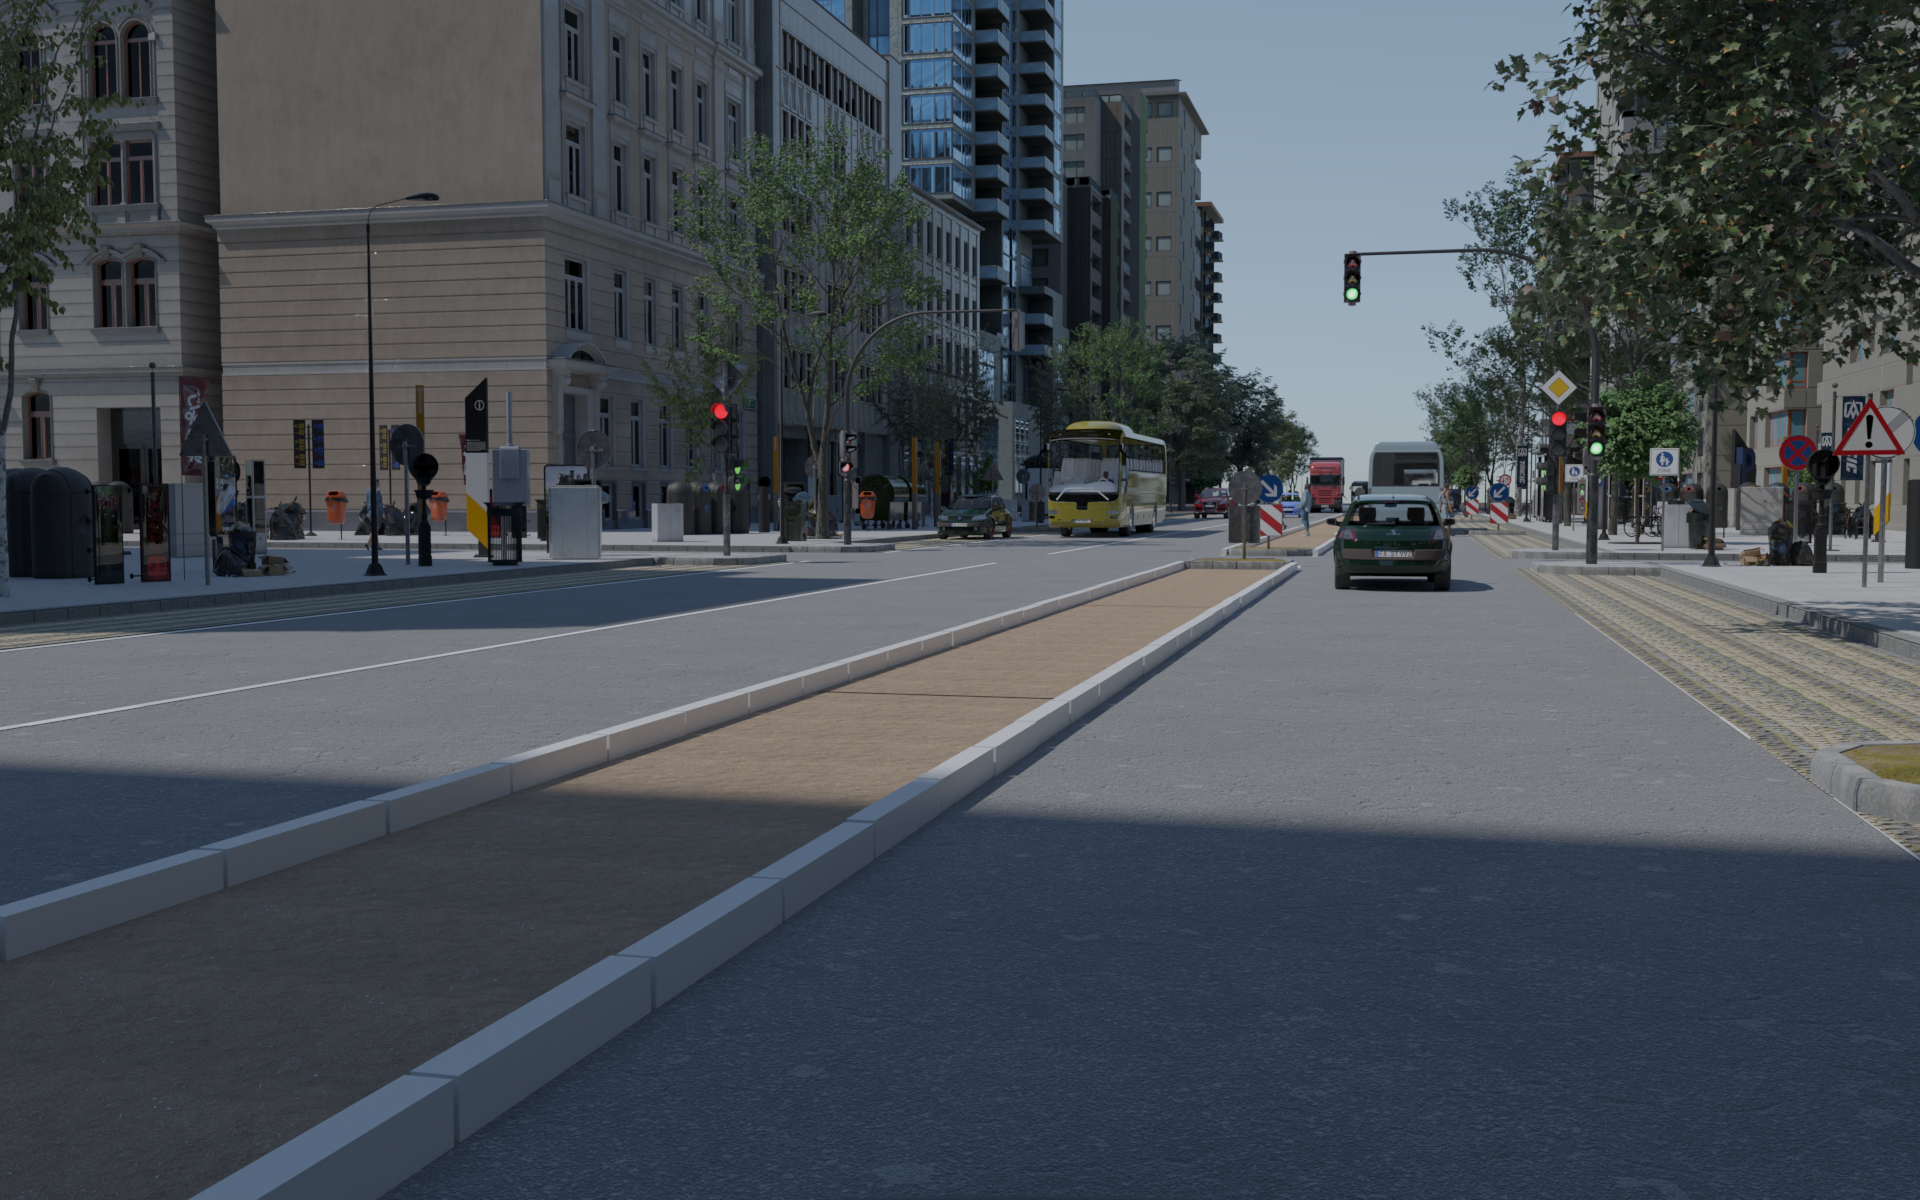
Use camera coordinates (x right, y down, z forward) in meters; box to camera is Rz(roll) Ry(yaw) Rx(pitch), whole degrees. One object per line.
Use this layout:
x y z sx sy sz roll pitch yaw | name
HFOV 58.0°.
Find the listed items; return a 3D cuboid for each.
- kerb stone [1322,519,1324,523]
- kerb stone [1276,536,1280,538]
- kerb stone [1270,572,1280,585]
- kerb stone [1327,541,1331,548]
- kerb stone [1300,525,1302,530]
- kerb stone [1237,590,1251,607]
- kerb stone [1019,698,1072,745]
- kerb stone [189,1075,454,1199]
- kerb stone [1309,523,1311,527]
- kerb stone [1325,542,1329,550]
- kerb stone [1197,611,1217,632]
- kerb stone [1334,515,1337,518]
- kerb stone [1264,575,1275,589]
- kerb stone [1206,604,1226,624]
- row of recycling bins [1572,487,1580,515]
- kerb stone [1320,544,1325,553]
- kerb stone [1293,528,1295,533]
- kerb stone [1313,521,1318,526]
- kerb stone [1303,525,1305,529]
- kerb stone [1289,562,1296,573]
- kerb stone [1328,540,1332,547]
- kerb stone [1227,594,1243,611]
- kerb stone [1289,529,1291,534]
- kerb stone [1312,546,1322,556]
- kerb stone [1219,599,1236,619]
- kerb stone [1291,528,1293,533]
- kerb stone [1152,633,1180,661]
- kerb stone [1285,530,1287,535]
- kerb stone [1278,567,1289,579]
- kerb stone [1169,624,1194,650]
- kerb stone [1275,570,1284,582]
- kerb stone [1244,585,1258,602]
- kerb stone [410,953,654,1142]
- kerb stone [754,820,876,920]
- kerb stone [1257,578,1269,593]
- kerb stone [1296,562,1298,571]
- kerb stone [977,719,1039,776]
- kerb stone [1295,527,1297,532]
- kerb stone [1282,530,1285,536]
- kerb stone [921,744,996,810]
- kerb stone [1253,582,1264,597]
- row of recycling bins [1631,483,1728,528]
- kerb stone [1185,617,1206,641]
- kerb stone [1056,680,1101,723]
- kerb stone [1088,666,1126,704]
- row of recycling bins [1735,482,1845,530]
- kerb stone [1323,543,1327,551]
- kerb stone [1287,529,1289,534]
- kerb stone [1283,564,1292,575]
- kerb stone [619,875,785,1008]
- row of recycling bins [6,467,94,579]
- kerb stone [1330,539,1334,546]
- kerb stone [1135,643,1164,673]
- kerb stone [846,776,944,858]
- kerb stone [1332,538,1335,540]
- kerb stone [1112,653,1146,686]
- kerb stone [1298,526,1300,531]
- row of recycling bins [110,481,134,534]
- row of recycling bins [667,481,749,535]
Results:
17.376 -3.764 83.757 0.120 0.150 1.000 1 4 14 | kerb stone
10.165 -2.064 55.946 0.120 0.150 1.000 1 4 14 | kerb stone
4.877 -0.302 27.126 0.120 0.150 1.000 1 4 14 | kerb stone
9.384 -1.362 44.549 0.120 0.150 1.000 1 4 14 | kerb stone
12.997 -2.729 66.864 0.120 0.150 1.000 1 4 14 | kerb stone
3.590 0.002 22.168 0.120 0.150 1.000 1 4 14 | kerb stone
0.496 0.729 10.276 0.120 0.150 1.000 1 4 14 | kerb stone
-1.294 1.154 3.331 0.120 0.150 1.000 1 4 14 | kerb stone
14.551 -3.091 72.822 0.120 0.150 1.000 1 4 14 | kerb stone
9.130 -1.301 43.554 0.120 0.150 1.000 1 4 14 | kerb stone
2.560 0.246 18.209 0.120 0.150 1.000 1 4 14 | kerb stone
21.226 -4.676 98.641 0.120 0.150 1.000 1 4 14 | kerb stone
4.612 -0.241 26.132 0.120 0.150 1.000 1 4 14 | kerb stone
2.808 0.183 19.200 0.120 0.150 1.000 1 4 14 | kerb stone
38.199 -6.027 105.660 3.534 1.692 1.069 1 4 11 | row of recycling bins
8.609 -1.184 41.557 0.120 0.150 1.000 1 4 14 | kerb stone
11.970 -2.487 62.893 0.120 0.150 1.000 1 4 14 | kerb stone
16.094 -3.461 78.785 0.120 0.150 1.000 1 4 14 | kerb stone
13.516 -2.853 68.844 0.120 0.150 1.000 1 4 14 | kerb stone
5.893 -0.544 31.094 0.120 0.150 1.000 1 4 14 | kerb stone
9.637 -1.425 45.539 0.120 0.150 1.000 1 4 14 | kerb stone
3.317 0.062 21.181 0.120 0.150 1.000 1 4 14 | kerb stone
11.455 -2.366 60.915 0.120 0.150 1.000 1 4 14 | kerb stone
8.345 -1.120 40.564 0.120 0.150 1.000 1 4 14 | kerb stone
3.074 0.123 20.188 0.120 0.150 1.000 1 4 14 | kerb stone
11.721 -2.426 61.902 0.120 0.150 1.000 1 4 14 | kerb stone
1.786 0.426 15.226 0.120 0.150 1.000 1 4 14 | kerb stone
10.944 -2.247 58.936 0.120 0.150 1.000 1 4 14 | kerb stone
5.387 -0.423 29.111 0.120 0.150 1.000 1 4 14 | kerb stone
2.044 0.365 16.223 0.120 0.150 1.000 1 4 14 | kerb stone
5.131 -0.357 28.119 0.120 0.150 1.000 1 4 14 | kerb stone
3.845 -0.059 23.158 0.120 0.150 1.000 1 4 14 | kerb stone
-1.038 1.093 4.321 0.120 0.150 1.000 1 4 14 | kerb stone
-0.521 0.978 6.313 0.120 0.150 1.000 1 4 14 | kerb stone
4.354 -0.180 25.143 0.120 0.150 1.000 1 4 14 | kerb stone
6.160 -0.604 32.080 0.120 0.150 1.000 1 4 14 | kerb stone
0.248 0.790 9.284 0.120 0.150 1.000 1 4 14 | kerb stone
12.232 -2.547 63.881 0.120 0.150 1.000 1 4 14 | kerb stone
10.689 -2.184 57.936 0.120 0.150 1.000 1 4 14 | kerb stone
-0.014 0.850 8.295 0.120 0.150 1.000 1 4 14 | kerb stone
4.104 -0.119 24.149 0.120 0.150 1.000 1 4 14 | kerb stone
27.660 -3.639 66.614 3.534 1.692 1.069 2 4 35 | row of recycling bins
2.305 0.305 17.217 0.120 0.150 1.000 1 4 14 | kerb stone
0.757 0.669 11.265 0.120 0.150 1.000 1 4 14 | kerb stone
1.016 0.608 12.257 0.120 0.150 1.000 1 4 14 | kerb stone
28.884 -3.255 60.329 3.534 1.692 1.069 3 5 40 | row of recycling bins
8.867 -1.239 42.566 0.120 0.150 1.000 1 4 14 | kerb stone
11.191 -2.308 59.927 0.120 0.150 1.000 1 4 14 | kerb stone
5.638 -0.484 30.102 0.120 0.150 1.000 1 4 14 | kerb stone
-0.777 1.036 5.318 0.120 0.150 1.000 1 4 14 | kerb stone
-14.701 -1.240 27.379 3.534 1.692 1.069 3 5 44 | row of recycling bins
9.900 -1.486 46.526 0.120 0.150 1.000 1 4 14 | kerb stone
1.531 0.489 14.236 0.120 0.150 1.000 1 4 14 | kerb stone
-0.266 0.911 7.305 0.120 0.150 1.000 1 4 14 | kerb stone
10.153 -1.549 47.523 0.120 0.150 1.000 1 4 14 | kerb stone
1.267 0.549 13.248 0.120 0.150 1.000 1 4 14 | kerb stone
12.743 -2.670 65.866 0.120 0.150 1.000 1 4 14 | kerb stone
-28.548 -3.033 56.709 3.534 1.692 1.069 1 4 20 | row of recycling bins
-8.074 -2.950 55.350 1.069 1.692 3.534 2 4 32 | row of recycling bins
